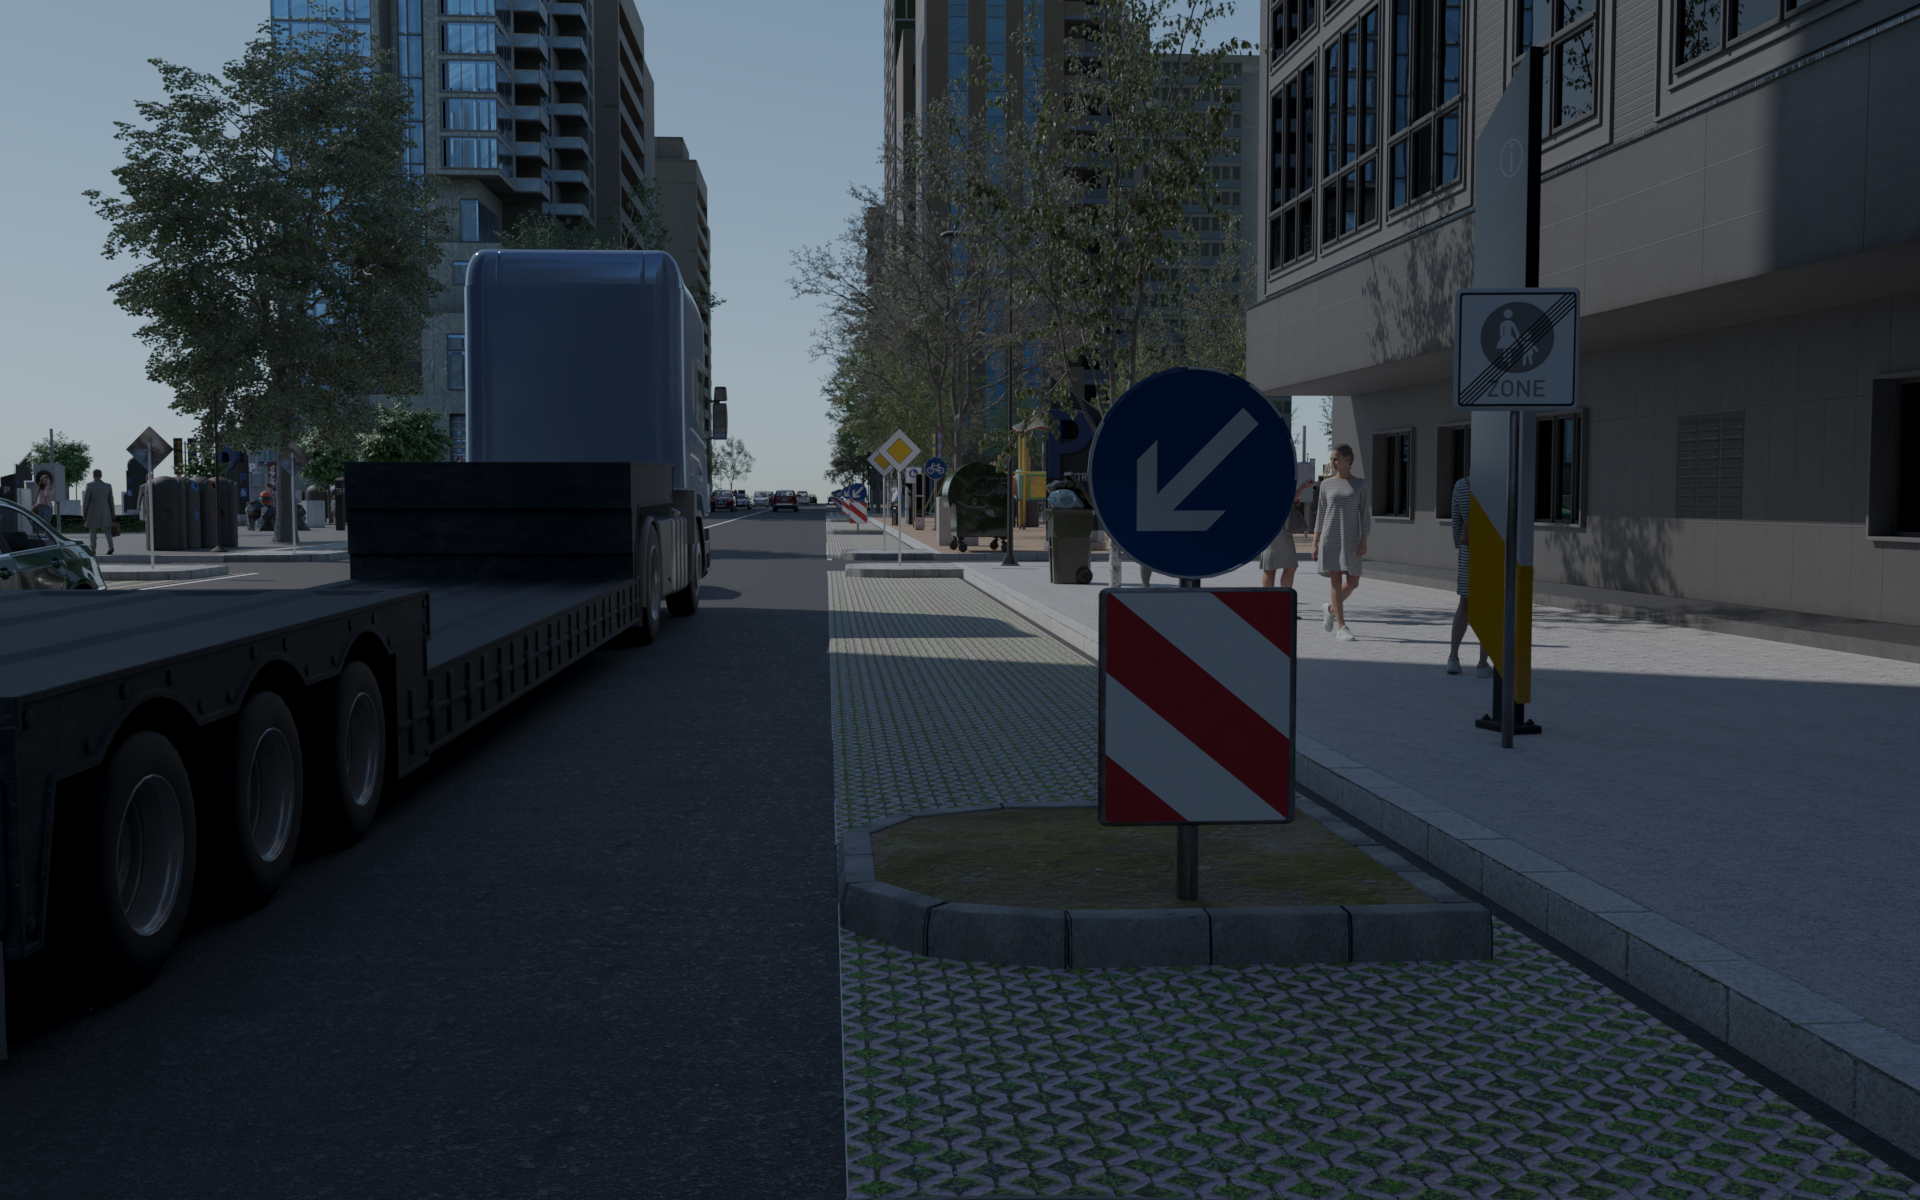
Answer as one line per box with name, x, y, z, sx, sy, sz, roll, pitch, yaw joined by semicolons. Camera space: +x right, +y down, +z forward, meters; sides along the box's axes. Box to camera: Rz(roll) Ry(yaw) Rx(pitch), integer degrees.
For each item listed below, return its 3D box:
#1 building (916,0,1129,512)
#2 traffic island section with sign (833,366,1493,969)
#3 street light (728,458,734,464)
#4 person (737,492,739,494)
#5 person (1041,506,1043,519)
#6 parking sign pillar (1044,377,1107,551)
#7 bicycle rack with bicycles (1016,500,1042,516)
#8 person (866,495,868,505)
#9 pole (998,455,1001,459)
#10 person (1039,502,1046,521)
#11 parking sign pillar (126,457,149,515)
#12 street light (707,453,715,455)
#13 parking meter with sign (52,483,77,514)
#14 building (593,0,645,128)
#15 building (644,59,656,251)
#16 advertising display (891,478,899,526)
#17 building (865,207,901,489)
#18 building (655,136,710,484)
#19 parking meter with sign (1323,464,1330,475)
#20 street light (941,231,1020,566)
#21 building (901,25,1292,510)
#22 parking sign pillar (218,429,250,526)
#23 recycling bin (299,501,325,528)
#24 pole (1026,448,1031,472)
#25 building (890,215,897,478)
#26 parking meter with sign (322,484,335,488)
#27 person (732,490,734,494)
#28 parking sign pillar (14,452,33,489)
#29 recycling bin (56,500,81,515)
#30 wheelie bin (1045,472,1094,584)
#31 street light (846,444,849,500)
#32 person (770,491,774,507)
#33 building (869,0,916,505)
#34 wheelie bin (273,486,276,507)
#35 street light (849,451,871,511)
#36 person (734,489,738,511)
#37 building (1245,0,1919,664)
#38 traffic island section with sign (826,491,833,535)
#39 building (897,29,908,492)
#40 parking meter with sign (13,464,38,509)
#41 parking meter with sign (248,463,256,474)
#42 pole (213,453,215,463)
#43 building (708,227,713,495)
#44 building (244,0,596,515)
building;4.044;-29.154;126.781;14.600;45.320;14.200;0;4;-4
traffic island section with sign;0.564;0.151;6.155;1.989;1.847;2.006;0;4;-4
street light;-30.636;-15.489;225.787;1.470;5.913;1.316;0;4;-4
person;-27.960;-12.722;216.377;0.599;1.838;0.709;1;4;20
person;4.139;-4.983;88.520;0.512;1.701;0.522;-1;4;-10
parking sign pillar;2.640;-3.128;39.611;1.447;3.967;1.447;2;4;27
bicycle rack with bicycles;3.532;-5.245;99.139;2.925;0.926;2.852;-2;4;-30
person;-11.429;-12.298;210.309;0.628;1.438;0.799;3;5;44
pole;2.082;-5.914;90.542;0.158;3.312;0.155;0;3;0
person;3.820;-4.711;83.258;0.709;1.800;0.728;3;5;44
parking sign pillar;-43.249;-6.280;91.153;1.447;3.967;1.447;1;4;16
street light;-28.558;-13.762;197.554;1.470;5.913;1.316;0;4;-4
parking meter with sign;-48.436;-5.935;93.299;0.543;3.016;1.738;3;4;37
building;-39.469;-32.347;152.577;21.300;48.544;21.600;0;4;-4
building;-37.610;-31.843;170.740;14.600;45.320;14.200;0;4;-4
advertising display;-2.601;-3.960;69.963;0.123;1.923;0.974;-1;4;-19
building;-3.065;-36.963;258.971;22.147;44.769;28.867;0;4;-4
building;-45.936;-37.547;237.594;21.300;48.544;21.600;0;4;-4
parking meter with sign;21.957;-6.398;100.872;0.543;3.016;1.738;-2;4;-35
street light;0.358;-3.563;30.791;1.470;5.913;1.316;0;4;-4
building;11.272;-27.855;147.307;32.217;40.220;23.993;0;4;-4
parking sign pillar;-29.365;-4.976;69.837;1.447;3.967;1.447;2;4;27
recycling bin;-24.790;-3.285;66.256;0.722;1.027;0.722;3;5;43
pole;2.915;-5.028;76.059;0.158;3.312;0.155;0;3;0
building;-0.315;-24.984;180.194;14.160;30.474;14.107;0;4;-4
parking meter with sign;-29.485;-5.245;82.013;0.543;3.016;1.738;2;4;32
person;-24.353;-10.867;186.118;0.705;1.831;1.348;3;4;37
parking sign pillar;-59.023;-7.379;109.124;1.447;3.967;1.447;0;4;6
recycling bin;-39.174;-3.888;76.123;0.722;1.027;0.722;1;4;19
wheelie bin;1.568;-1.034;24.819;0.693;1.594;0.980;0;4;-5
street light;-9.755;-11.521;160.916;1.470;5.913;1.316;0;4;-4
person;-21.704;-11.642;199.559;0.721;1.743;1.217;2;4;32
building;-1.839;-48.639;233.492;20.563;71.187;20.611;0;4;-4
wheelie bin;-27.139;-3.752;69.261;0.693;1.594;0.980;1;4;23
street light;-7.563;-9.795;132.692;1.470;5.913;1.316;0;4;-4
person;-18.897;-8.418;146.145;0.705;1.823;1.348;-1;4;-9
building;12.323;-13.581;15.556;14.314;27.812;24.014;0;4;-4
traffic island section with sign;-3.747;-3.237;61.551;1.989;1.847;2.006;0;4;-4
building;1.161;-31.534;165.686;14.600;45.320;14.200;0;4;-4
parking meter with sign;-53.335;-6.318;99.556;1.738;3.016;0.543;-3;5;-40
parking meter with sign;-39.956;-6.128;96.452;1.738;3.016;0.543;2;4;30
pole;-36.724;-5.605;85.488;0.158;3.312;0.155;0;3;0
building;-44.262;-35.026;256.268;14.154;41.232;14.086;0;4;-4
building;-37.486;-49.698;125.242;22.319;86.520;31.000;0;4;-4
